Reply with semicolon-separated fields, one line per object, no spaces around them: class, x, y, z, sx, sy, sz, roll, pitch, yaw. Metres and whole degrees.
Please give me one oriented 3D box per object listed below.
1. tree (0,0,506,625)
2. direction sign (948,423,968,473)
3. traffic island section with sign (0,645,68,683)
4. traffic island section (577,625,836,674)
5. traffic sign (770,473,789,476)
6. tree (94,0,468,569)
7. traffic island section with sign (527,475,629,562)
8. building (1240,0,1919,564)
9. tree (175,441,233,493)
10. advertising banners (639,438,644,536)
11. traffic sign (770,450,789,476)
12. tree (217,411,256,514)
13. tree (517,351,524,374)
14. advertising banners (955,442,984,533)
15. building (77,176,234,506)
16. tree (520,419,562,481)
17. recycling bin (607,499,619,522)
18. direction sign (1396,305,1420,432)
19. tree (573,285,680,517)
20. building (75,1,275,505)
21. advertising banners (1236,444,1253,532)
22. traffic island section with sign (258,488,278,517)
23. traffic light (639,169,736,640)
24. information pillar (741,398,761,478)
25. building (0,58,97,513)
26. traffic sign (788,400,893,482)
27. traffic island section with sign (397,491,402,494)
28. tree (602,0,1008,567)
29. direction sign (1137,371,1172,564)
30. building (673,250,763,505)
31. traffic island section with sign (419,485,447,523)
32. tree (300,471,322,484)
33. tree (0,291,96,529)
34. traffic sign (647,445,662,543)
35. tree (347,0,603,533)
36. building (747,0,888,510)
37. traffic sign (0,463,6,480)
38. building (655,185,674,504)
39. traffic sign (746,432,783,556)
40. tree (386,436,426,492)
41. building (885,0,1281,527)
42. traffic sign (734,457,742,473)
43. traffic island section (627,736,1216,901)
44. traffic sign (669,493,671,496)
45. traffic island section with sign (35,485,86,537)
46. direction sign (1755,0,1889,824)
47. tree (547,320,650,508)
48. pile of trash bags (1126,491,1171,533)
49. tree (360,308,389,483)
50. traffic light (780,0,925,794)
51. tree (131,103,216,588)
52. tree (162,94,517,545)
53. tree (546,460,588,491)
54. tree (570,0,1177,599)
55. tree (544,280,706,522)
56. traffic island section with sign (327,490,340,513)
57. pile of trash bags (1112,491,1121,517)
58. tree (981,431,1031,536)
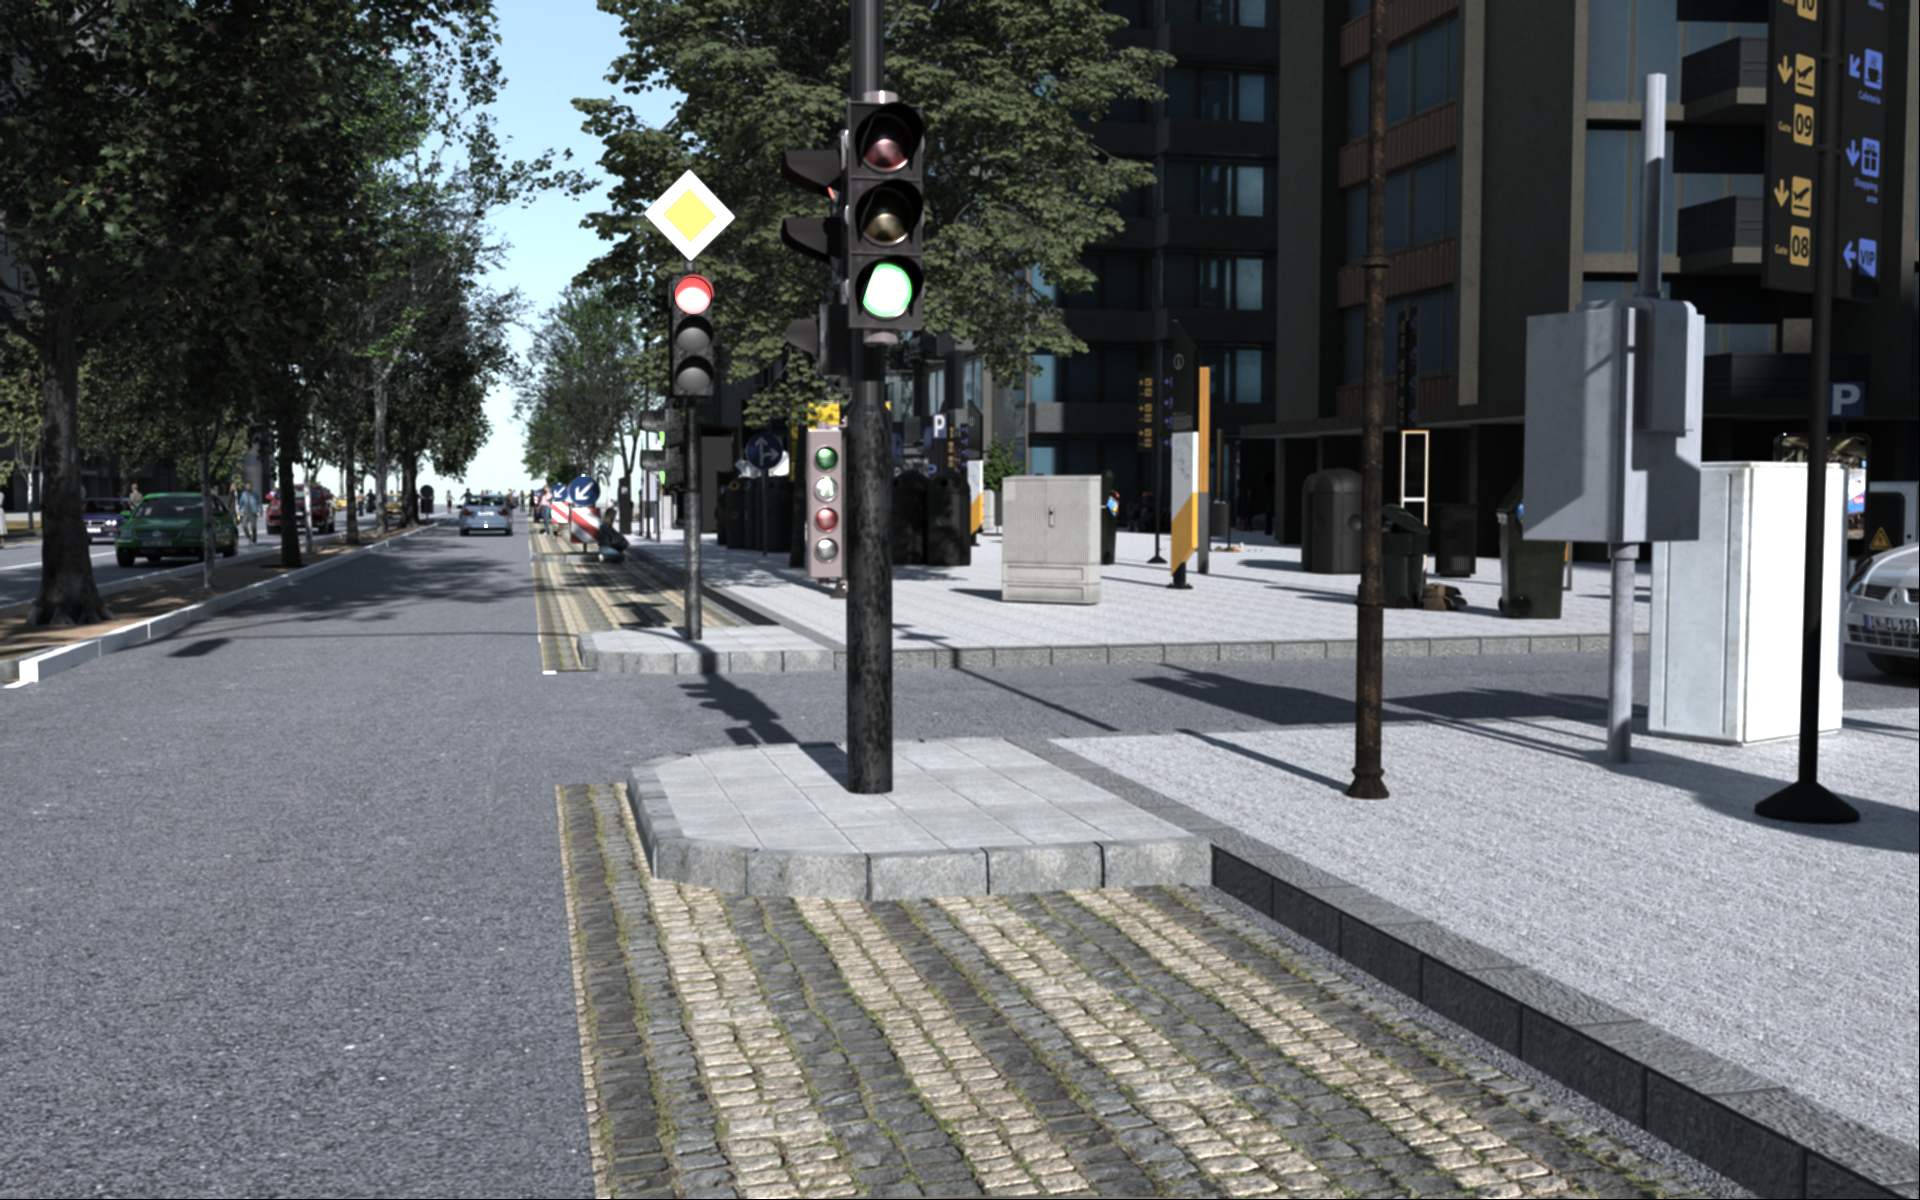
tree;-9.911;-6.076;18.801;9.611;12.733;9.660;0;3;0
direction sign;-0.081;-3.891;55.616;0.876;3.537;0.379;0;4;2
traffic island section with sign;-8.270;-0.324;13.428;2.006;1.907;1.989;-1;4;-14
traffic island section;-2.327;0.429;15.264;2.009;0.180;2.903;-1;4;-14
traffic sign;-6.029;-3.482;56.936;0.884;2.594;0.081;-1;4;-11
tree;-13.147;-6.436;33.434;9.928;11.665;9.643;0;3;0
traffic island section with sign;-8.169;-1.741;37.092;1.989;1.847;2.006;-1;4;-14
building;21.985;-23.738;42.736;28.867;44.769;22.147;-1;4;-14
tree;-41.876;-6.872;96.070;4.285;4.588;4.351;0;3;0
advertising banners;-9.815;-3.497;53.370;0.090;3.025;2.074;0;4;-8
traffic sign;-5.187;-3.044;49.868;0.768;2.556;0.104;-1;4;-10
tree;-47.148;-9.890;112.066;4.737;8.622;4.395;0;3;0
tree;-23.241;-9.359;72.486;9.611;12.733;9.660;0;3;0
advertising banners;0.274;-3.775;57.914;0.090;3.025;2.074;-2;4;-27
building;-95.003;-29.989;182.209;32.217;40.220;23.993;-1;4;-14
tree;-55.429;-19.298;233.652;7.486;12.596;7.792;0;3;0
recycling bin;-16.138;-4.205;81.301;0.722;1.027;0.722;0;4;5
direction sign;5.492;-1.792;21.296;0.379;3.537;0.876;0;4;-1
tree;-21.251;-11.518;98.683;12.009;13.543;11.850;0;3;0
building;-96.125;-40.748;208.231;21.231;58.520;28.212;-1;4;-14
advertising banners;9.805;-3.890;59.792;0.090;3.025;2.074;0;4;-6
traffic island section with sign;-42.481;-6.060;107.705;1.989;1.847;2.006;-1;4;-14
traffic light;-2.368;-1.604;15.140;0.839;4.253;0.868;-1;4;-14
information pillar;-5.140;-3.132;42.560;0.504;3.616;0.183;-2;4;-27
building;-78.183;-32.448;119.760;28.713;52.752;27.495;-1;4;-14
traffic sign;-2.596;-2.682;37.717;2.265;3.308;0.079;-1;4;-11
traffic island section with sign;-69.317;-12.591;214.487;1.989;1.847;2.006;-1;4;-14
tree;-2.546;-5.861;30.248;7.601;10.594;8.767;-2;4;-25
direction sign;3.660;-2.449;32.031;0.876;3.537;0.379;3;4;36
building;-28.378;-26.981;212.834;14.160;30.474;14.107;-1;4;-14
traffic island section with sign;-26.599;-4.781;86.305;2.006;1.907;1.989;-1;4;-14
tree;-53.719;-9.121;143.723;1.663;3.219;1.824;0;3;0
tree;-33.814;-6.888;62.979;4.737;8.622;4.395;0;3;0
traffic sign;-7.889;-2.761;45.246;0.768;2.556;0.104;-1;4;-13
tree;-19.527;-12.429;61.566;12.611;20.169;13.585;0;3;0
building;-5.487;-29.673;139.784;22.147;44.769;28.867;-1;4;-14
traffic sign;-37.403;-4.102;67.174;0.768;2.556;0.104;-1;4;-12
building;-29.844;-35.498;235.013;22.147;44.769;28.867;-1;4;-14
traffic sign;-4.051;-2.191;35.936;0.768;2.556;0.104;0;4;-8
tree;-76.927;-18.539;237.524;7.601;10.594;8.767;-2;4;-32
building;8.599;-28.100;79.041;23.786;49.044;30.456;-1;4;-14
traffic sign;-5.445;-2.668;44.807;0.795;2.450;0.064;-1;4;-9
traffic island section;-0.380;0.903;7.519;2.009;0.180;2.903;-1;4;-14
traffic sign;-15.080;-5.501;90.040;0.768;2.556;0.104;-1;4;-9
traffic island section with sign;-30.294;-3.093;59.205;1.989;1.847;2.006;-1;4;-14
direction sign;3.379;-0.906;6.806;0.876;3.537;0.379;-3;4;-37
tree;-14.983;-7.472;72.522;4.360;8.622;3.978;0;3;0
pile of trash bags;6.584;-2.999;58.792;1.912;1.369;3.447;0;4;-4
tree;-15.315;-5.360;40.461;4.360;8.622;3.978;0;3;0
traffic light;-2.429;-1.962;6.748;4.771;5.953;1.251;-1;4;-14
tree;-11.334;-4.467;25.861;4.360;8.622;3.978;0;3;0
tree;-17.139;-8.291;48.380;12.009;13.543;11.850;0;3;0
tree;-42.176;-12.224;183.581;4.285;4.588;4.351;0;3;0
tree;-0.971;-6.303;21.183;7.486;12.596;7.792;0;3;0
tree;-15.236;-9.410;79.612;9.928;11.665;9.643;0;3;0
traffic island section with sign;-49.064;-7.661;133.881;1.989;1.847;2.006;-1;4;-14
pile of trash bags;3.573;-2.898;57.140;3.447;1.369;1.912;0;4;6
tree;1.075;-3.614;53.695;1.663;3.219;1.824;0;3;0
